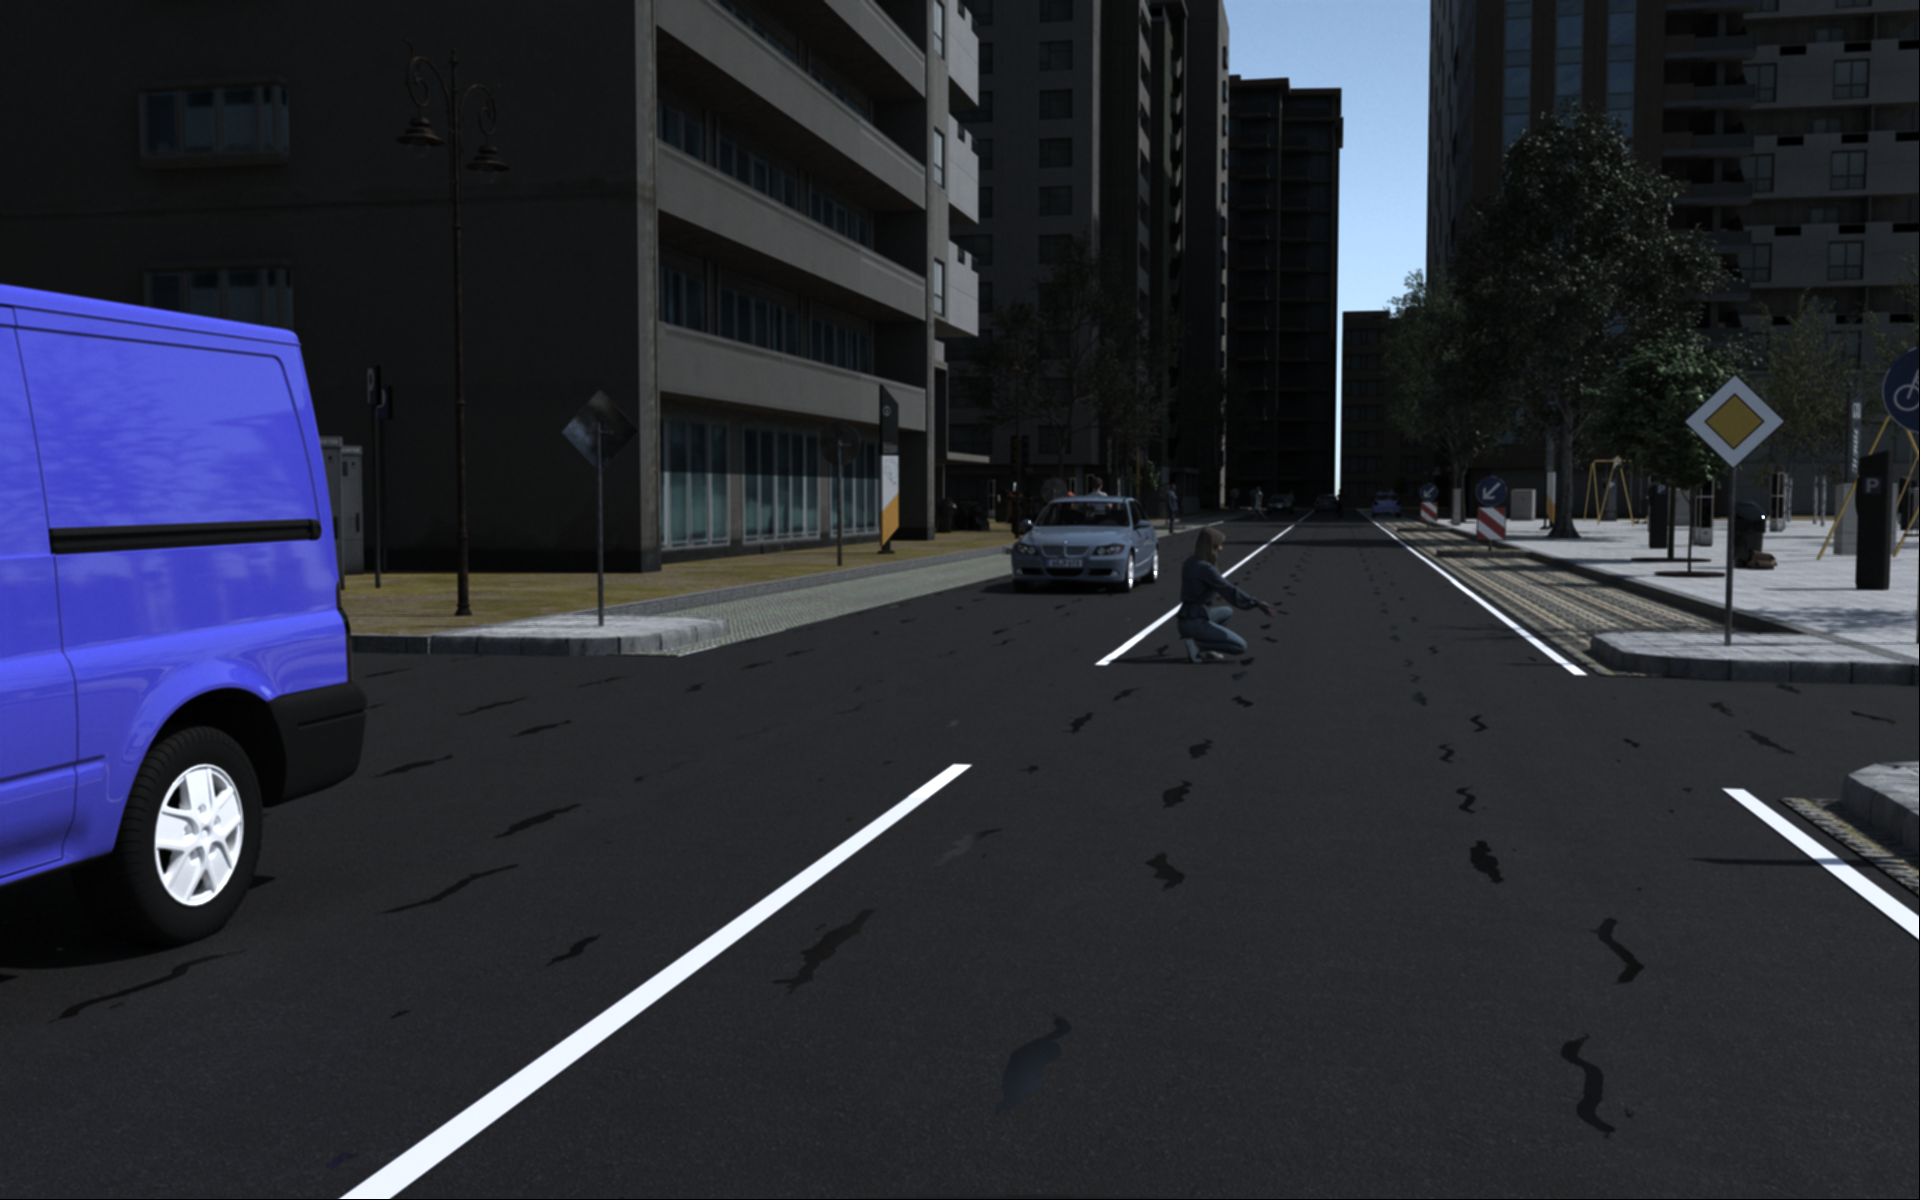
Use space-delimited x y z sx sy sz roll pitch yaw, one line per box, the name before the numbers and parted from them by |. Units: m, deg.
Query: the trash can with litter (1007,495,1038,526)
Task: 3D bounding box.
trash can with litter | 2.663 -3.544 69.003 1.678 1.210 2.233 -2 4 -26

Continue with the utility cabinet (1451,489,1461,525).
utility cabinet | 20.307 -3.807 70.931 0.318 1.500 1.173 1 4 12

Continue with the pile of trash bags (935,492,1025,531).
pile of trash bags | 0.550 -3.120 60.762 3.447 1.369 1.912 -1 4 -8

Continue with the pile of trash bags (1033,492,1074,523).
pile of trash bags | 3.627 -3.978 74.788 1.912 1.369 3.447 -3 5 -44

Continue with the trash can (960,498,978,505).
trash can | 0.356 -3.371 66.763 0.748 1.137 0.748 0 3 0

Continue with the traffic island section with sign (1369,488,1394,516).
traffic island section with sign | 28.145 -6.449 114.069 1.989 1.847 2.006 1 4 12

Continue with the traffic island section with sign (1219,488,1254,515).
traffic island section with sign | 18.516 -6.598 116.499 1.989 1.847 2.006 1 4 12

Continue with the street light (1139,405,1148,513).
street light | 8.732 -6.666 81.782 0.468 5.910 1.993 1 4 12

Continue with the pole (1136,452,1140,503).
pole | 8.571 -5.480 83.436 0.158 3.312 0.155 0 3 0

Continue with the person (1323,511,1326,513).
person | 28.314 -7.513 134.563 0.599 1.433 0.991 3 4 39

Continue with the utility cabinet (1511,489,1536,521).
utility cabinet | 26.898 -4.530 82.746 0.318 1.500 1.173 -3 4 -37

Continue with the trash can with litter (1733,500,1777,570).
trash can with litter | 13.736 -1.128 29.825 0.624 1.170 1.055 0 4 -4

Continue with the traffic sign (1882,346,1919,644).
traffic sign | 8.264 -0.899 14.804 0.768 2.556 0.104 1 4 15

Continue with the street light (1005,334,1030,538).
street light | 1.667 -4.721 49.981 0.468 5.910 1.993 1 4 12

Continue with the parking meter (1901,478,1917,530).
parking meter | 35.549 -3.613 64.784 0.399 1.863 0.255 1 4 18

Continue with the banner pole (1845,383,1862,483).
banner pole | 20.233 -3.014 39.296 0.863 3.779 0.401 -3 4 -38

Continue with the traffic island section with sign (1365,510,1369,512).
traffic island section with sign | 33.934 -8.079 140.726 1.989 1.847 2.006 1 4 12

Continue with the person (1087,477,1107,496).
person | 2.726 -1.510 33.751 0.480 1.755 0.524 1 4 16

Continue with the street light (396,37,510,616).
street light | -5.254 -2.774 18.149 0.468 5.910 1.993 1 4 12

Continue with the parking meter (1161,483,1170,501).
parking meter | 10.702 -5.176 90.335 0.399 1.863 0.255 3 4 38

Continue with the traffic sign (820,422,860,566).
traffic sign | -2.149 -1.880 30.848 0.768 2.556 0.104 1 4 17

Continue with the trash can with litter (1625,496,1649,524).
trash can with litter | 29.885 -3.890 74.660 2.233 1.210 1.678 3 4 37

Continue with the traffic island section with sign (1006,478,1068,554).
traffic island section with sign | 2.247 -2.020 41.654 1.989 1.847 2.006 1 4 12

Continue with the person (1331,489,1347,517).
person | 23.354 -5.958 106.604 1.217 1.739 0.721 -2 4 -29

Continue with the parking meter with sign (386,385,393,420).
parking meter with sign | -9.891 -1.905 27.413 0.543 3.016 1.738 3 5 42

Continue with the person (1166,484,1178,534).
person | 7.620 -3.278 62.271 0.419 1.800 0.721 1 4 17

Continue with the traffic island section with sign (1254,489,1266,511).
traffic island section with sign | 24.247 -8.209 142.840 1.989 1.847 2.006 1 4 12

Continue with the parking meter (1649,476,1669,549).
parking meter | 16.443 -2.144 40.772 0.399 1.863 0.255 0 4 3

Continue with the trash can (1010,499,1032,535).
trash can | 1.921 -2.613 54.379 0.748 1.137 0.748 0 3 0

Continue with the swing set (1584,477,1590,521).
swing set | 30.516 -5.036 79.959 3.119 2.851 2.862 0 4 7

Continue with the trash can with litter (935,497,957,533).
trash can with litter | -0.685 -2.788 56.971 1.055 1.170 0.624 -2 4 -34

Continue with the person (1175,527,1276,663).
person | 2.195 -0.059 14.970 0.738 1.151 1.012 -1 4 -12

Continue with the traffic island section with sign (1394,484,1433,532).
traffic island section with sign | 17.649 -3.495 65.771 1.989 1.847 2.006 1 4 12

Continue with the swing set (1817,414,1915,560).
swing set | 18.876 -2.198 33.560 3.119 2.851 2.862 -2 4 -34

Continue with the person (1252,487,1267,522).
person | 15.339 -4.900 88.710 0.778 1.811 0.616 1 4 16

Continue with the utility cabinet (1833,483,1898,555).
utility cabinet | 18.937 -1.685 36.235 1.173 1.500 0.318 0 4 -3

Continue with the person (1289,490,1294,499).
person | 24.689 -7.330 129.007 0.551 1.740 0.621 3 5 41

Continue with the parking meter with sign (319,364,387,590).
parking meter with sign | -8.641 -1.641 23.097 1.738 3.016 0.543 -2 4 -31

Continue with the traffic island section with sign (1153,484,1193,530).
traffic island section with sign | 8.388 -3.750 69.934 1.989 1.847 2.006 1 4 12

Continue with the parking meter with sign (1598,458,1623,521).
parking meter with sign | 30.896 -5.269 82.406 0.543 3.016 1.738 0 4 -3

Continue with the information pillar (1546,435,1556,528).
information pillar | 22.347 -4.532 65.445 0.183 3.616 0.504 -1 4 -12

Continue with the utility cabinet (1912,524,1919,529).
utility cabinet | 34.687 -3.258 61.952 1.173 1.500 0.318 2 4 26

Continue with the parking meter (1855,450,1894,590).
parking meter | 12.277 -1.075 23.281 0.255 1.863 0.399 -3 5 -44

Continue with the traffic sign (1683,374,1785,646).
traffic sign | 6.479 -0.668 14.560 0.795 2.450 0.064 1 4 12

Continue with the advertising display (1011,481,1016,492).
advertising display | 2.778 -5.089 88.411 0.123 1.923 0.974 1 4 14

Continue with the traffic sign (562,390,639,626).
traffic sign | -3.479 -0.801 16.738 0.795 2.450 0.064 1 4 12

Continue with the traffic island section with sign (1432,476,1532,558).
traffic island section with sign | 11.911 -1.884 39.431 1.989 1.847 2.006 1 4 12

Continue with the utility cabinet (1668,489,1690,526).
utility cabinet | 28.477 -3.693 69.057 1.173 1.500 0.318 1 4 18

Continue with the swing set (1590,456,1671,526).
swing set | 28.348 -4.527 71.637 3.119 2.851 2.862 -1 4 -8
